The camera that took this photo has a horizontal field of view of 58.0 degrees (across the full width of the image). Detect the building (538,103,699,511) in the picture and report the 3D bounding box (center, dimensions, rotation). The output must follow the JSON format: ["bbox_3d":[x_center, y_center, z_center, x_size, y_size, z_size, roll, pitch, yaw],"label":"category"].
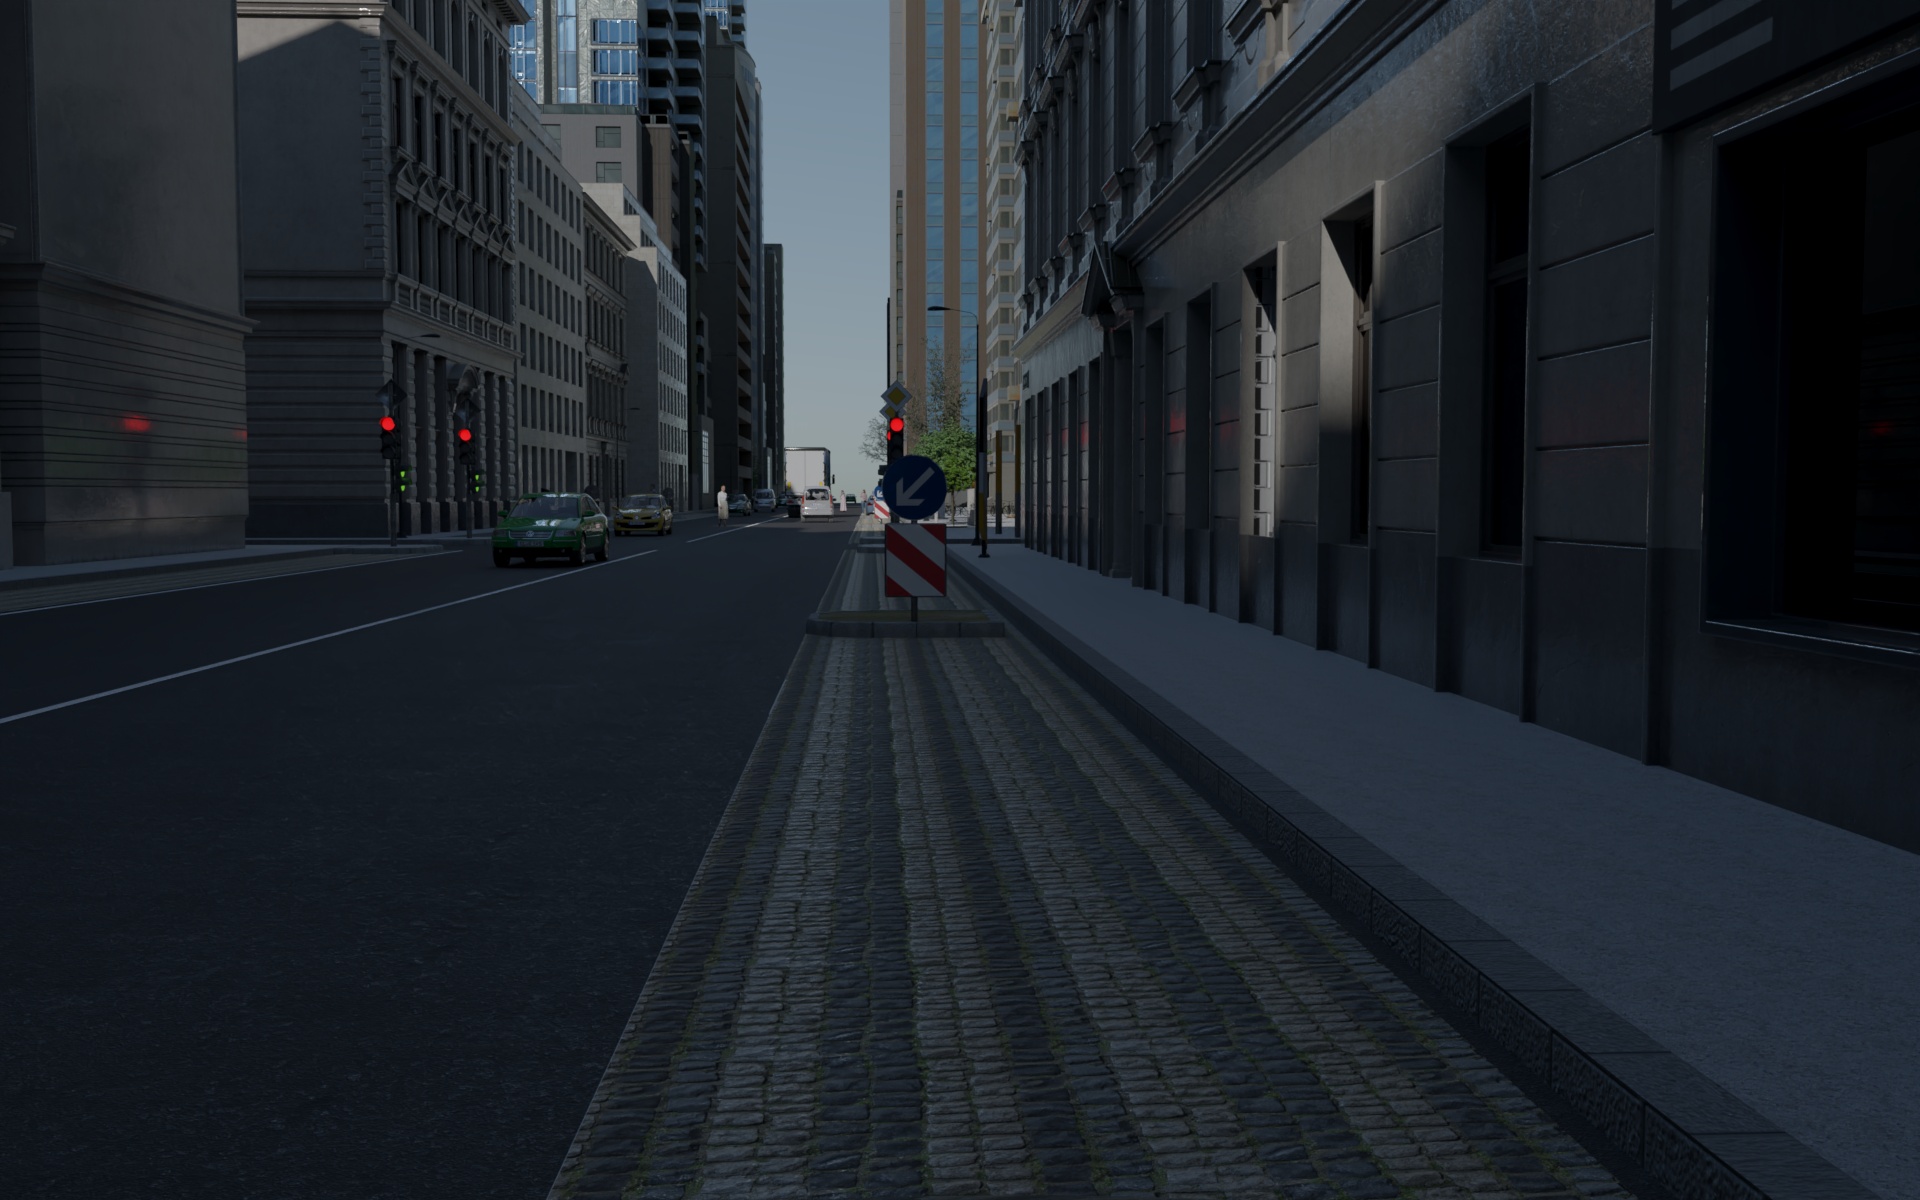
[{"bbox_3d":[-27.751,-22.021,131.740,14.160,30.474,14.107,0,4,-3],"label":"building"}]

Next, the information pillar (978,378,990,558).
[{"bbox_3d":[0.472,-2.660,34.846,0.183,3.616,0.504,1,4,11],"label":"information pillar"}]

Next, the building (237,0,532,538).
[{"bbox_3d":[-21.964,-14.068,58.889,11.050,23.489,19.941,0,4,-3],"label":"building"}]

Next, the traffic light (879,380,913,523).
[{"bbox_3d":[-1.585,-3.300,42.873,0.839,4.253,0.868,0,4,-3],"label":"traffic light"}]

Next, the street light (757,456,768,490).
[{"bbox_3d":[-23.916,-14.494,209.514,1.470,5.913,1.316,0,4,-3],"label":"street light"}]

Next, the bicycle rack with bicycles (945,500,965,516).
[{"bbox_3d":[-0.812,-5.339,100.666,2.925,0.926,2.852,-1,4,-11],"label":"bicycle rack with bicycles"}]

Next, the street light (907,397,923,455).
[{"bbox_3d":[-2.133,-6.699,82.066,1.470,5.913,1.316,0,4,-3],"label":"street light"}]

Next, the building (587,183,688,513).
[{"bbox_3d":[-24.261,-15.915,114.968,10.420,20.320,16.860,0,4,-3],"label":"building"}]

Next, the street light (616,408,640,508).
[{"bbox_3d":[-17.868,-7.373,93.086,1.470,5.913,1.316,0,4,-3],"label":"street light"}]

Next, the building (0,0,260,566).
[{"bbox_3d":[-26.280,-12.138,34.612,21.152,22.565,11.583,0,4,-3],"label":"building"}]

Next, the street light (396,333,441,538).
[{"bbox_3d":[-15.716,-4.750,50.204,1.470,5.913,1.316,0,4,-3],"label":"street light"}]

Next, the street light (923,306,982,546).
[{"bbox_3d":[-0.106,-4.305,42.935,1.470,5.913,1.316,0,4,-3],"label":"street light"}]

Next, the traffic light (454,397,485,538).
[{"bbox_3d":[-14.238,-3.748,50.207,0.839,4.253,0.868,0,4,-3],"label":"traffic light"}]

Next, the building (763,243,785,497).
[{"bbox_3d":[-35.265,-36.145,274.570,14.154,41.232,14.086,0,4,-3],"label":"building"}]

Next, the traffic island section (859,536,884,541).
[{"bbox_3d":[-1.953,-1.754,50.964,2.009,0.180,2.903,0,4,-3],"label":"traffic island section"}]

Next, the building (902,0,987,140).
[{"bbox_3d":[2.472,-29.844,138.067,14.600,45.320,14.200,0,4,-3],"label":"building"}]

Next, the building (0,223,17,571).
[{"bbox_3d":[-21.741,-14.055,17.186,14.401,28.519,23.554,0,4,-3],"label":"building"}]

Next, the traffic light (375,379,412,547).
[{"bbox_3d":[-13.829,-3.261,42.232,0.839,4.253,0.868,0,4,-3],"label":"traffic light"}]

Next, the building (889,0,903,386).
[{"bbox_3d":[2.911,-39.483,187.541,21.231,58.520,28.212,0,4,-3],"label":"building"}]

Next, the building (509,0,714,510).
[{"bbox_3d":[-32.770,-51.354,152.314,22.319,86.520,31.000,0,4,-3],"label":"building"}]

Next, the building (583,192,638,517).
[{"bbox_3d":[-24.368,-14.136,95.745,10.561,19.102,19.286,0,4,-3],"label":"building"}]

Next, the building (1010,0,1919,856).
[{"bbox_3d":[10.467,-14.955,20.935,17.030,29.872,44.131,0,4,-3],"label":"building"}]

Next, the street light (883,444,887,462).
[{"bbox_3d":[-6.068,-11.429,159.404,1.470,5.913,1.316,0,4,-3],"label":"street light"}]

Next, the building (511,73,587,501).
[{"bbox_3d":[-23.470,-13.635,77.691,10.420,20.320,16.860,0,4,-3],"label":"building"}]

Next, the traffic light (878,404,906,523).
[{"bbox_3d":[-1.993,-3.788,50.848,0.839,4.253,0.868,0,4,-3],"label":"traffic light"}]

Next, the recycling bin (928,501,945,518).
[{"bbox_3d":[-1.264,-4.898,92.631,0.722,1.027,0.722,2,4,26],"label":"recycling bin"}]

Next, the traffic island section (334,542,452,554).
[{"bbox_3d":[-13.870,-1.228,42.364,2.009,0.180,2.903,0,4,-3],"label":"traffic island section"}]

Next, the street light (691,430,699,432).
[{"bbox_3d":[-19.730,-9.415,126.474,1.470,5.913,1.316,0,4,-3],"label":"street light"}]

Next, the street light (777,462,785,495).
[{"bbox_3d":[-26.070,-17.136,252.712,1.470,5.913,1.316,0,4,-3],"label":"street light"}]

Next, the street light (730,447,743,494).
[{"bbox_3d":[-21.843,-12.029,169.214,1.470,5.913,1.316,0,4,-3],"label":"street light"}]

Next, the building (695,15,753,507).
[{"bbox_3d":[-33.146,-34.030,180.100,21.300,48.544,21.600,0,4,-3],"label":"building"}]

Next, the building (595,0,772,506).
[{"bbox_3d":[-38.361,-57.354,250.411,22.319,86.520,31.000,0,4,-3],"label":"building"}]

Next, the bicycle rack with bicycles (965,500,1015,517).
[{"bbox_3d":[2.335,-5.264,99.443,2.852,0.926,2.925,-1,4,-23],"label":"bicycle rack with bicycles"}]

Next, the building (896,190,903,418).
[{"bbox_3d":[0.817,-24.185,167.118,14.160,30.474,14.107,0,4,-3],"label":"building"}]

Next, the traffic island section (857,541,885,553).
[{"bbox_3d":[-1.544,-1.267,42.989,2.009,0.180,2.903,0,4,-3],"label":"traffic island section"}]

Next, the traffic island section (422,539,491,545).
[{"bbox_3d":[-14.278,-1.716,50.339,2.009,0.180,2.903,0,4,-3],"label":"traffic island section"}]

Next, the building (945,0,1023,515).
[{"bbox_3d":[14.440,-25.851,114.539,32.217,40.220,23.993,0,4,-3],"label":"building"}]
